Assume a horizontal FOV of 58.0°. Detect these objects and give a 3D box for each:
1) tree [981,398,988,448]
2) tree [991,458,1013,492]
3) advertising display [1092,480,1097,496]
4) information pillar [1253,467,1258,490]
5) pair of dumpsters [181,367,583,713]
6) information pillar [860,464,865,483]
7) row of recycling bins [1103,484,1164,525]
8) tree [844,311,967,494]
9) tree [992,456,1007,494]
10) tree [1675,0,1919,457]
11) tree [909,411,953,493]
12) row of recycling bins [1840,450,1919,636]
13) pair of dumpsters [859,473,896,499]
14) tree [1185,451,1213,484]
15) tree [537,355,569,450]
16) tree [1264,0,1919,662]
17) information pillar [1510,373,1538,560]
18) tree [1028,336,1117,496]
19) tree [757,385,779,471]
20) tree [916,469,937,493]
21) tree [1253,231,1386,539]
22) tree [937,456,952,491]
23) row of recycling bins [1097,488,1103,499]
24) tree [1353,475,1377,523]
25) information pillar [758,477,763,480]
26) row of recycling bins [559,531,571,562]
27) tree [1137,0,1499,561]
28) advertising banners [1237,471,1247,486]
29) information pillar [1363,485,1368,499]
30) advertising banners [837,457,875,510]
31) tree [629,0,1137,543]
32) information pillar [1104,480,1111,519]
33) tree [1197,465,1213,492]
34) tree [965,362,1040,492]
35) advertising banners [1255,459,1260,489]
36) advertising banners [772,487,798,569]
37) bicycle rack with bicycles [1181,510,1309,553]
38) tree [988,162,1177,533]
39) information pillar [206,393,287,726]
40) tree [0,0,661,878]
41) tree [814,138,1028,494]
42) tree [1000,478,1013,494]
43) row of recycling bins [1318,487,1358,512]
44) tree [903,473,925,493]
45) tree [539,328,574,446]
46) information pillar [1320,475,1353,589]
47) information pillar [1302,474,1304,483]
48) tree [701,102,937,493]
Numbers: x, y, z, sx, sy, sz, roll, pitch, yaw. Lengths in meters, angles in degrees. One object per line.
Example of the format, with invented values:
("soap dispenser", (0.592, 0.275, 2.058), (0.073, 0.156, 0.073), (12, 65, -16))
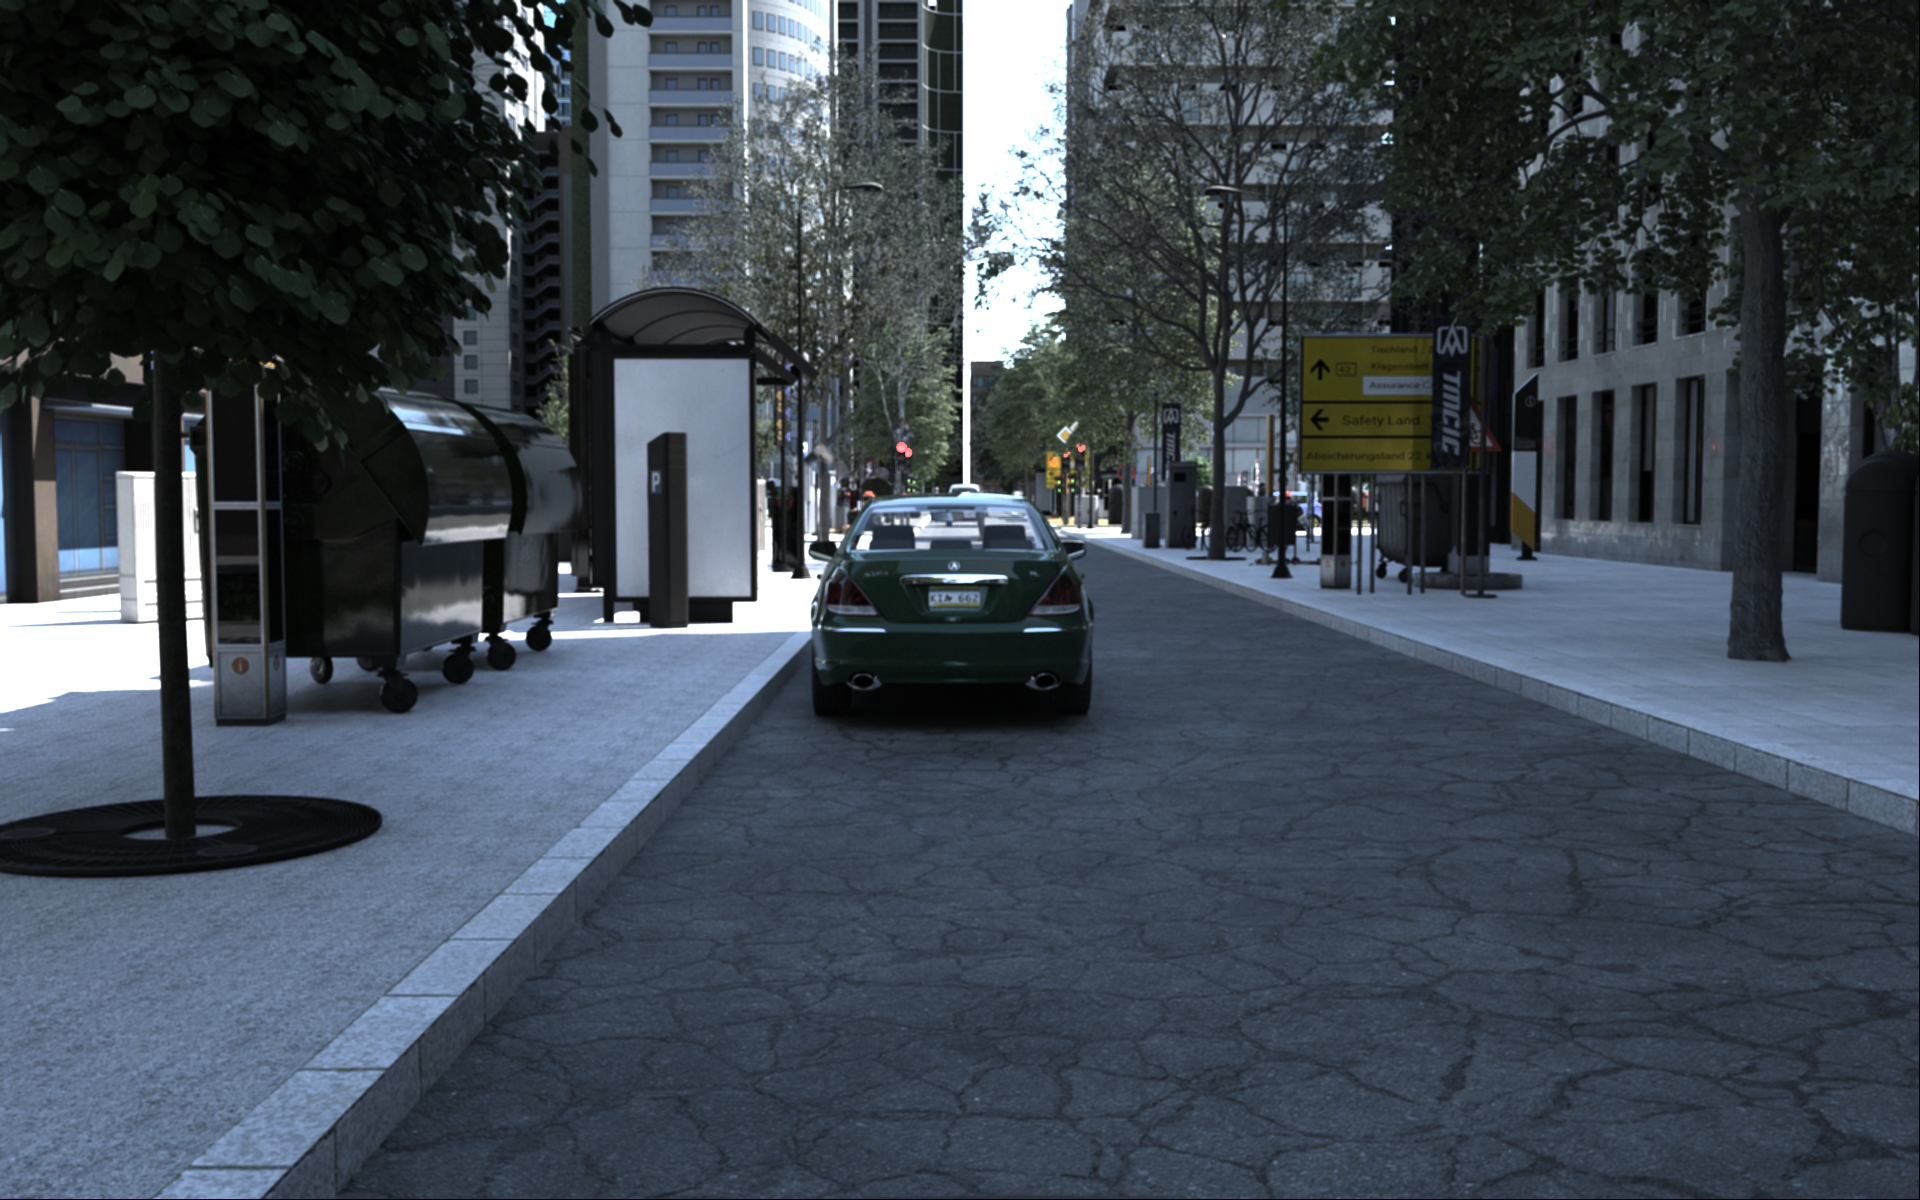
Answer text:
("tree", (5.301, -11.741, 110.086), (7.486, 12.596, 7.792), (0, 3, 0))
("tree", (5.067, -15.483, 203.511), (4.360, 8.622, 3.978), (0, 3, 0))
("advertising display", (6.190, -4.594, 80.319), (0.123, 1.923, 0.974), (0, 4, -7))
("information pillar", (23.270, -8.855, 136.133), (0.504, 3.616, 0.183), (-2, 4, -35))
("pair of dumpsters", (-3.834, -0.585, 12.060), (1.574, 2.255, 4.437), (0, 4, 0))
("information pillar", (-6.826, -8.028, 122.615), (0.504, 3.616, 0.183), (2, 4, 29))
("row of recycling bins", (7.977, -4.019, 72.828), (3.534, 1.692, 1.069), (-1, 4, -14))
("tree", (-3.346, -11.447, 105.281), (7.486, 12.596, 7.792), (0, 3, 0))
("tree", (4.654, -14.258, 183.487), (4.737, 8.622, 4.395), (0, 3, 0))
("tree", (10.542, -4.252, 19.880), (4.737, 8.622, 4.395), (0, 3, 0))
("tree", (-2.972, -11.991, 146.408), (4.737, 8.622, 4.395), (0, 3, 0))
("row of recycling bins", (9.262, -0.490, 15.122), (1.069, 1.692, 3.534), (-1, 4, -21))
("pair of dumpsters", (-3.696, -4.584, 77.435), (1.574, 2.255, 4.437), (0, 4, 0))
("tree", (17.808, -8.902, 129.269), (4.285, 4.588, 4.351), (0, 3, 0))
("tree", (-20.015, -8.598, 90.947), (4.360, 8.622, 3.978), (0, 3, 0))
("tree", (5.798, -5.805, 13.034), (7.486, 12.596, 7.792), (0, 3, 0))
("information pillar", (10.936, -2.580, 33.539), (0.504, 3.616, 0.183), (-1, 4, -8))
("tree", (5.271, -7.739, 76.891), (4.737, 8.622, 4.395), (0, 3, 0))
("tree", (-13.289, -9.834, 111.143), (4.737, 8.622, 4.395), (0, 3, 0))
("tree", (-3.755, -10.977, 163.190), (4.285, 4.588, 4.351), (0, 3, 0))
("tree", (10.043, -6.039, 49.107), (4.360, 8.622, 3.978), (0, 3, 0))
("tree", (-3.140, -15.991, 211.820), (4.360, 8.622, 3.978), (0, 3, 0))
("row of recycling bins", (9.392, -5.527, 97.486), (3.534, 1.692, 1.069), (3, 4, 38))
("tree", (18.024, -5.642, 75.960), (4.285, 4.588, 4.351), (0, 3, 0))
("information pillar", (-8.412, -4.164, 72.576), (0.304, 2.012, 0.304), (0, 4, 5))
("row of recycling bins", (-7.150, -1.581, 32.964), (3.534, 1.692, 1.069), (-1, 4, -9))
("tree", (5.148, -7.531, 33.503), (12.009, 13.543, 11.850), (0, 3, 0))
("advertising banners", (21.220, -8.338, 132.516), (0.090, 3.025, 2.074), (-3, 4, -37))
("information pillar", (30.399, -8.484, 130.069), (0.504, 3.616, 0.183), (0, 4, -5))
("advertising banners", (-5.057, -5.300, 82.839), (2.074, 3.025, 0.090), (1, 4, 13))
("tree", (-3.513, -8.280, 45.754), (12.009, 13.543, 11.850), (0, 3, 0))
("information pillar", (7.522, -5.132, 88.395), (0.304, 2.012, 0.304), (2, 4, 25))
("tree", (16.601, -7.517, 117.497), (1.663, 3.219, 1.824), (0, 3, 0))
("tree", (5.347, -15.805, 165.060), (9.857, 13.997, 8.962), (0, 3, 0))
("advertising banners", (15.155, -5.522, 86.472), (0.090, 3.025, 2.074), (2, 4, 35))
("advertising banners", (-3.709, -2.037, 29.500), (2.074, 3.025, 0.090), (-1, 4, -11))
("bicycle rack with bicycles", (6.567, -1.562, 38.915), (2.852, 0.926, 2.925), (-1, 4, -15))
("tree", (5.875, -8.497, 57.055), (7.486, 12.596, 7.792), (0, 3, 0))
("information pillar", (-3.972, -0.316, 9.651), (0.304, 2.012, 0.304), (0, 4, -2))
("tree", (-2.842, -1.387, 6.384), (4.285, 4.588, 4.351), (0, 3, 0))
("tree", (-2.421, -14.333, 90.231), (12.611, 20.169, 13.585), (0, 3, 0))
("tree", (5.196, -11.137, 176.698), (1.663, 3.219, 1.824), (0, 3, 0))
("row of recycling bins", (19.192, -4.956, 88.145), (1.069, 1.692, 3.534), (-1, 4, -11))
("tree", (-3.239, -7.770, 121.641), (1.663, 3.219, 1.824), (0, 3, 0))
("tree", (-16.302, -7.710, 76.420), (4.737, 8.622, 4.395), (0, 3, 0))
("information pillar", (5.110, -1.163, 23.507), (0.304, 2.012, 0.304), (-2, 4, -31))
("information pillar", (26.864, -8.825, 135.636), (0.183, 3.616, 0.504), (0, 4, -4))
("tree", (-3.122, -5.084, 33.487), (4.360, 8.622, 3.978), (0, 3, 0))
